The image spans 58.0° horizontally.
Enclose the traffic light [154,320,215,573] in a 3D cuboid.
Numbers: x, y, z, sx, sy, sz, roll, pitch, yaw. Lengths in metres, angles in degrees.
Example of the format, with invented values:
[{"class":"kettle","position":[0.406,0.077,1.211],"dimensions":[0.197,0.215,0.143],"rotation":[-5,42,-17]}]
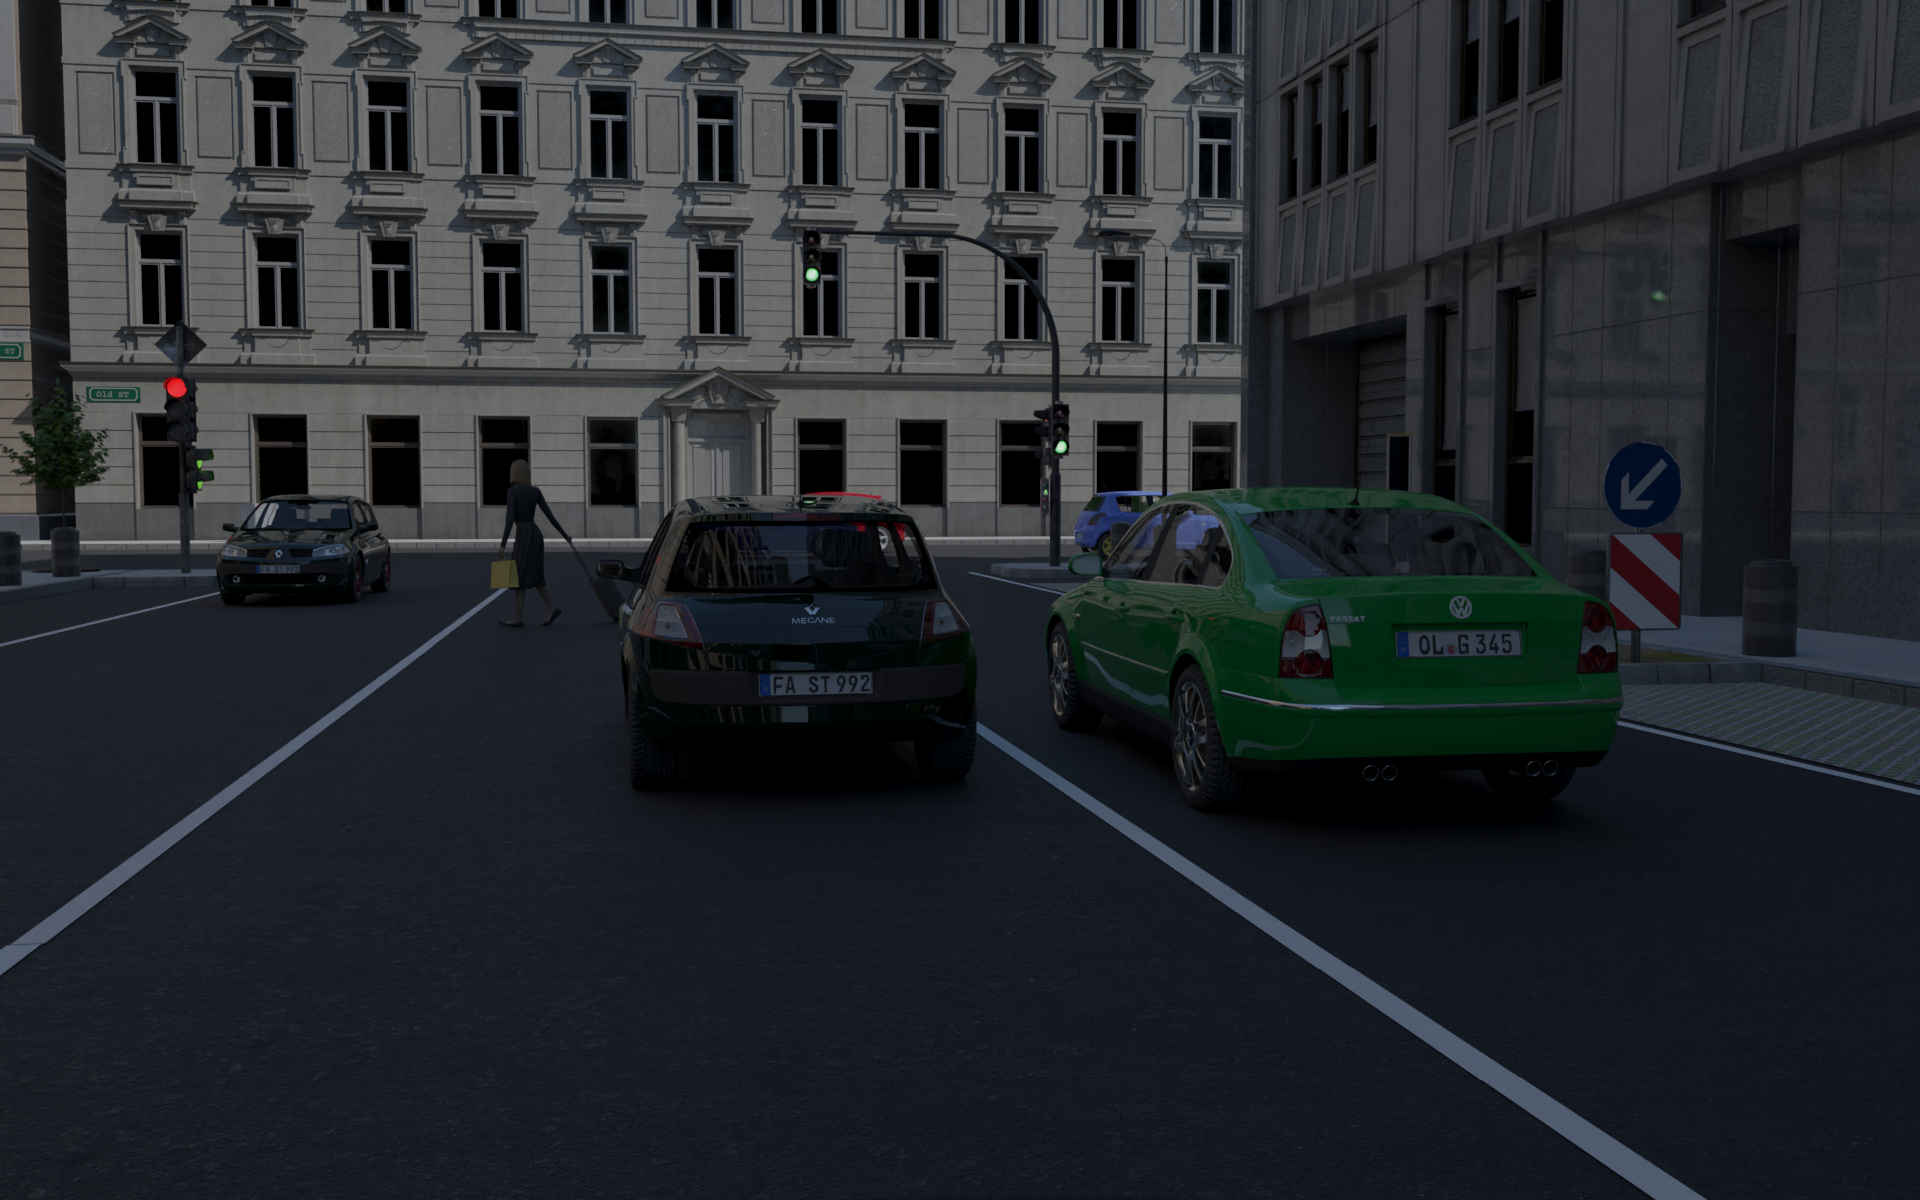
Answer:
[{"class":"traffic light","position":[-12.544,-2.390,27.992],"dimensions":[0.839,4.253,0.868],"rotation":[-1,4,-11]}]

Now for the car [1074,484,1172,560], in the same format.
[{"class":"car","position":[4.423,-1.778,38.665],"dimensions":[3.694,1.707,1.945],"rotation":[-1,4,-10]}]

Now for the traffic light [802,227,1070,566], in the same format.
[{"class":"traffic light","position":[-0.378,-3.394,30.166],"dimensions":[4.771,5.953,1.251],"rotation":[-1,4,-11]}]

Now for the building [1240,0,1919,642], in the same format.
[{"class":"building","position":[12.693,-12.433,21.300],"dimensions":[12.078,24.808,19.932],"rotation":[-1,4,-11]}]

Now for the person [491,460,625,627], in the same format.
[{"class":"person","position":[-4.352,-0.620,18.863],"dimensions":[1.509,1.804,0.699],"rotation":[-1,4,-23]}]

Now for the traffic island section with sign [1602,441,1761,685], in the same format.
[{"class":"traffic island section with sign","position":[4.919,-0.319,13.851],"dimensions":[1.989,1.847,2.006],"rotation":[-1,4,-11]}]

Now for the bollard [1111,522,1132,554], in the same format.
[{"class":"bollard","position":[2.987,-1.059,32.029],"dimensions":[0.404,0.777,0.398],"rotation":[0,3,0]}]

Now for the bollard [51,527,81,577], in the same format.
[{"class":"bollard","position":[-13.872,-0.743,26.867],"dimensions":[0.404,0.777,0.398],"rotation":[0,3,0]}]

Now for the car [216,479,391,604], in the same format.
[{"class":"car","position":[-9.002,-0.866,23.950],"dimensions":[2.009,1.686,4.222],"rotation":[-1,4,-10]}]

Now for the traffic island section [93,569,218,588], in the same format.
[{"class":"traffic island section","position":[-12.586,-0.357,28.120],"dimensions":[2.009,0.180,2.903],"rotation":[-1,4,-11]}]

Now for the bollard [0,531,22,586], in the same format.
[{"class":"bollard","position":[-13.377,-0.584,24.266],"dimensions":[0.404,0.777,0.398],"rotation":[0,3,0]}]

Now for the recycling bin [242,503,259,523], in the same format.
[{"class":"recycling bin","position":[-18.742,-2.071,46.422],"dimensions":[0.722,1.027,0.722],"rotation":[3,5,40]}]

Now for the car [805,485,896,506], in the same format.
[{"class":"car","position":[-3.581,-2.027,42.188],"dimensions":[4.494,1.783,2.155],"rotation":[-1,4,-12]}]

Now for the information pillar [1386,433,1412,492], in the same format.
[{"class":"information pillar","position":[5.349,-1.019,21.151],"dimensions":[0.304,2.012,0.304],"rotation":[1,4,14]}]

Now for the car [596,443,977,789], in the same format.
[{"class":"car","position":[-1.065,-0.009,9.932],"dimensions":[2.009,1.686,4.222],"rotation":[-1,4,-11]}]

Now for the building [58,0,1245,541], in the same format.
[{"class":"building","position":[-4.481,-17.222,57.995],"dimensions":[44.131,29.872,17.030],"rotation":[-1,4,-11]}]

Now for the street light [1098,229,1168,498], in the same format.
[{"class":"street light","position":[3.109,-3.552,30.615],"dimensions":[1.470,5.913,1.316],"rotation":[-1,4,-11]}]

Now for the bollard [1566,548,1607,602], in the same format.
[{"class":"bollard","position":[5.951,-0.103,16.394],"dimensions":[0.404,0.777,0.398],"rotation":[0,3,0]}]

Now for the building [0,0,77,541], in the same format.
[{"class":"building","position":[-36.037,-16.215,51.016],"dimensions":[20.117,28.700,13.634],"rotation":[-1,4,-11]}]

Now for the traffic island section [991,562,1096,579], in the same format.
[{"class":"traffic island section","position":[1.703,-0.522,30.816],"dimensions":[2.009,0.180,2.903],"rotation":[-1,4,-11]}]

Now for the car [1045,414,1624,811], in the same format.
[{"class":"car","position":[1.683,-0.031,9.310],"dimensions":[1.959,1.807,4.718],"rotation":[-1,4,-10]}]

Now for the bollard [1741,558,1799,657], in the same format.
[{"class":"bollard","position":[6.448,0.057,13.784],"dimensions":[0.404,0.777,0.398],"rotation":[0,3,0]}]

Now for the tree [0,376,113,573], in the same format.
[{"class":"tree","position":[-14.877,-2.069,28.432],"dimensions":[1.663,3.219,1.824],"rotation":[0,3,0]}]
